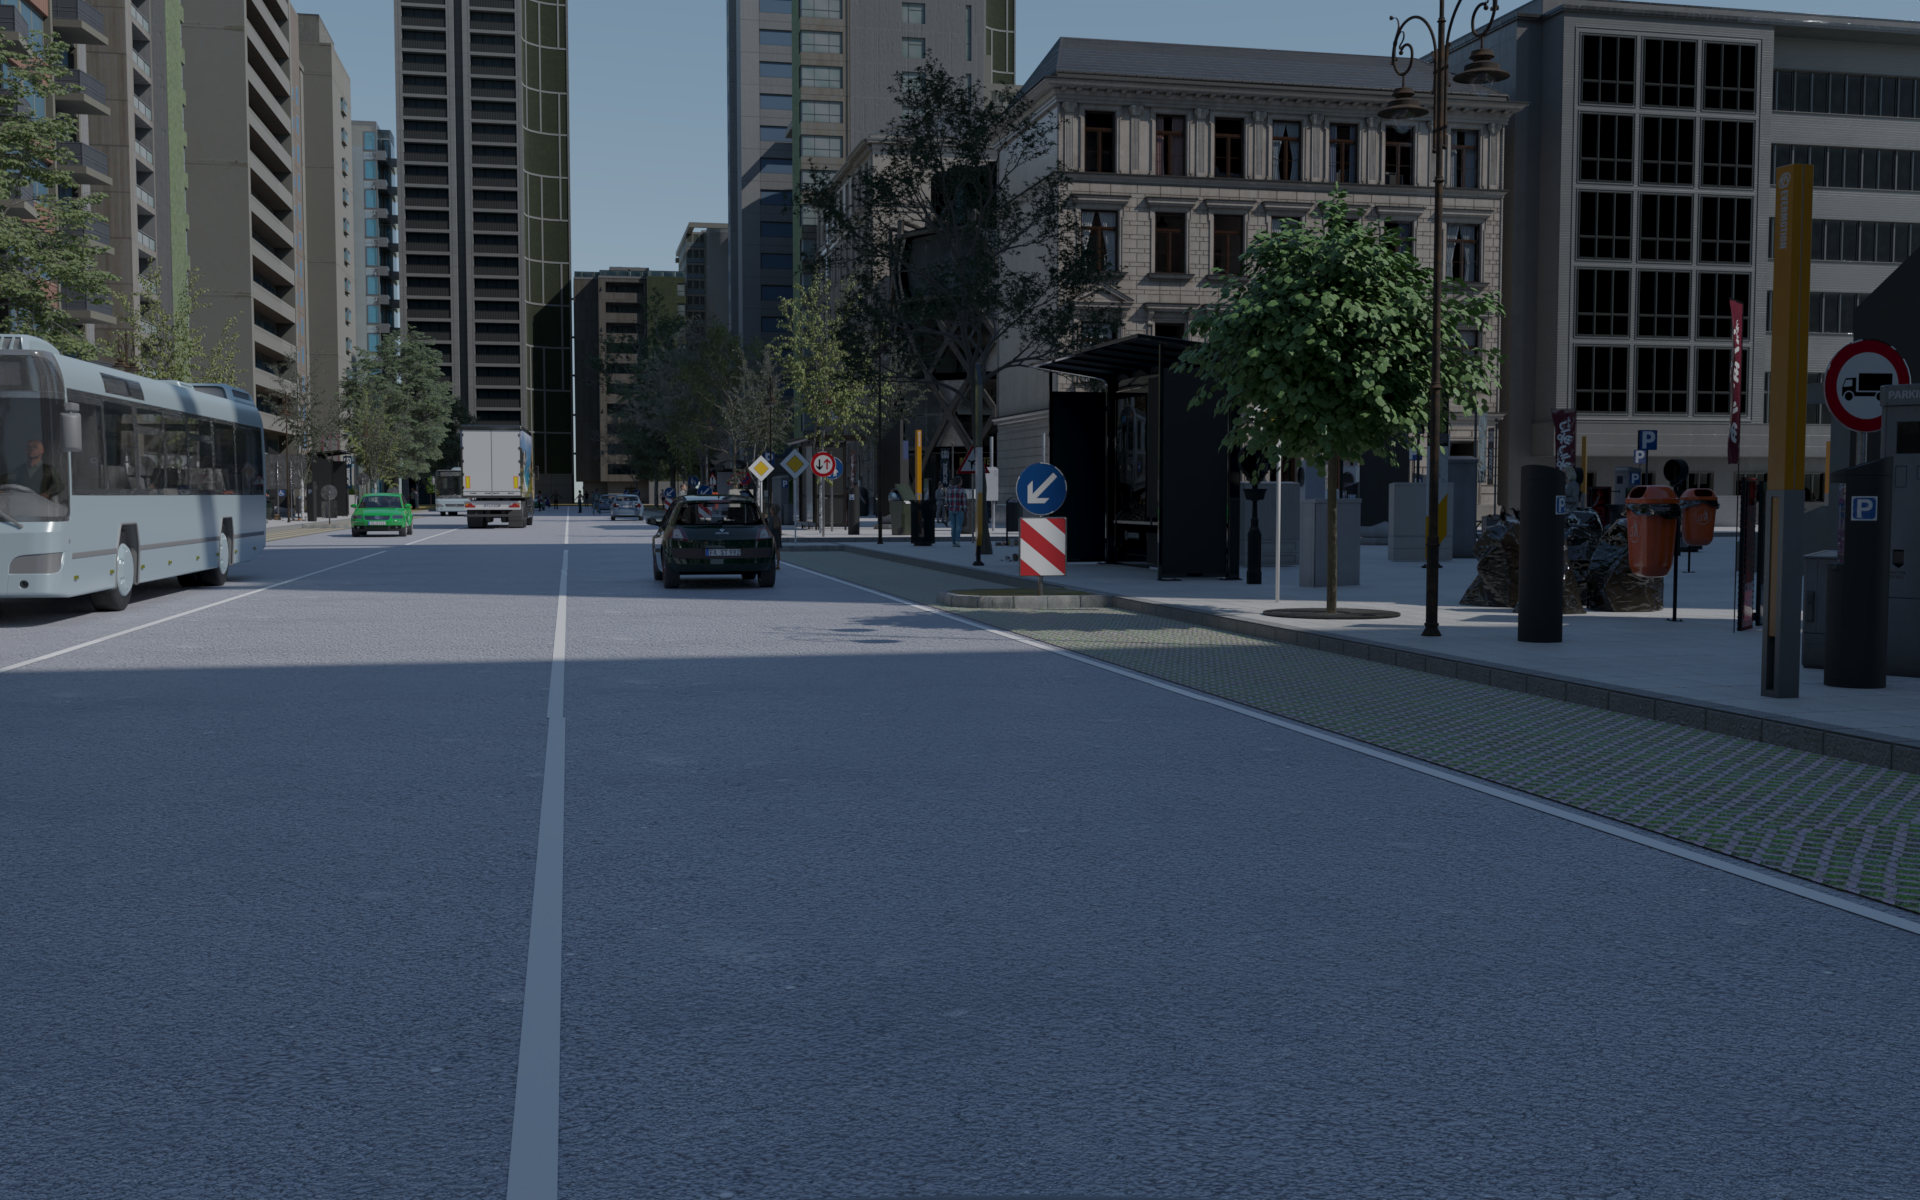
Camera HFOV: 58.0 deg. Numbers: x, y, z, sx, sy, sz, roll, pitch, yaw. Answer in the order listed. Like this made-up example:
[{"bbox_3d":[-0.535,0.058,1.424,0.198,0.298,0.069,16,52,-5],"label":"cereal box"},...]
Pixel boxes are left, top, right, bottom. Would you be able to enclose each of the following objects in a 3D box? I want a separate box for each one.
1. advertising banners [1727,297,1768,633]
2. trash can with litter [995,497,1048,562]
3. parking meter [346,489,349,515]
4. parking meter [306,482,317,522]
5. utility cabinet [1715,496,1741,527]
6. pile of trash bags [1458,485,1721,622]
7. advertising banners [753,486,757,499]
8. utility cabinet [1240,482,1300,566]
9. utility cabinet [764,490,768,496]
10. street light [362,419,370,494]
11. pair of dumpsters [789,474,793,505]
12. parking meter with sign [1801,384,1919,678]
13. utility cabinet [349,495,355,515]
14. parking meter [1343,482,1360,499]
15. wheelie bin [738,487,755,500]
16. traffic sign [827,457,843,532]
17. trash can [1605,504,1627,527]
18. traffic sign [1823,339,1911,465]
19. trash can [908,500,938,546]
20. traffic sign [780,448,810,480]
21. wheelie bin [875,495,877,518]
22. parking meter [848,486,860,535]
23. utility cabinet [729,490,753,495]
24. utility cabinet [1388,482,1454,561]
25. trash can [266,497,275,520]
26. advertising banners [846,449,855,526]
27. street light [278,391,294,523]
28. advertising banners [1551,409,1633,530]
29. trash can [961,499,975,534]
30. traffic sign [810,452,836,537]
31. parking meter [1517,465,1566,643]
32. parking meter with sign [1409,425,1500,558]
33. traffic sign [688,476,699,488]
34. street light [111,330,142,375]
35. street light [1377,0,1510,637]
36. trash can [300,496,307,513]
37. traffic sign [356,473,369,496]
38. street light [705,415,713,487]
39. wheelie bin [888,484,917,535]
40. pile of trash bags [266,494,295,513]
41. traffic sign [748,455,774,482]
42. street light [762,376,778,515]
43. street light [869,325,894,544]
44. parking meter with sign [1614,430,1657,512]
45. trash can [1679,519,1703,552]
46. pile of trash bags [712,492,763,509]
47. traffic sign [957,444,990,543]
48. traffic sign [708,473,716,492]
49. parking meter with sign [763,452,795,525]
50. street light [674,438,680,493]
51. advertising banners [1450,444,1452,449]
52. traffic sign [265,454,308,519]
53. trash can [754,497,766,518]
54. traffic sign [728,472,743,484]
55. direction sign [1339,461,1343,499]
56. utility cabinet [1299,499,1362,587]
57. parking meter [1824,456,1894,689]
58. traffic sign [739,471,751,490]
[{"bbox_3d":[7.452,-1.232,16.330,0.090,3.025,2.074,3,4,36],"label":"advertising banners"},{"bbox_3d":[1.369,-1.396,33.885,1.678,1.210,2.233,2,4,33],"label":"trash can with litter"},{"bbox_3d":[-37.282,-6.075,105.043,0.399,1.863,0.255,-2,4,-27],"label":"parking meter"},{"bbox_3d":[-30.190,-4.582,80.629,0.399,1.863,0.255,1,4,12],"label":"parking meter"},{"bbox_3d":[29.996,-3.460,67.729,1.020,1.237,0.306,2,4,34],"label":"utility cabinet"},{"bbox_3d":[6.861,-0.556,18.843,1.912,1.369,3.447,0,4,-5],"label":"pile of trash bags"},{"bbox_3d":[-14.917,-7.949,126.146,0.090,3.025,2.074,0,4,-1],"label":"advertising banners"},{"bbox_3d":[5.433,-1.338,30.552,1.173,1.500,0.318,-2,4,-25],"label":"utility cabinet"},{"bbox_3d":[-10.861,-5.413,97.179,0.318,1.500,1.173,0,4,-6],"label":"utility cabinet"},{"bbox_3d":[-36.572,-8.191,106.711,0.468,5.910,1.993,-1,4,-13],"label":"street light"},{"bbox_3d":[-7.397,-4.573,77.257,1.574,2.255,4.437,-1,4,-13],"label":"pair of dumpsters"},{"bbox_3d":[6.864,-0.970,12.121,0.543,3.016,1.738,-3,5,-39],"label":"parking meter with sign"},{"bbox_3d":[-37.459,-5.792,105.853,1.020,1.237,0.306,-3,5,-43],"label":"utility cabinet"},{"bbox_3d":[8.000,-1.659,35.539,0.372,1.533,0.369,0,3,0],"label":"parking meter"},{"bbox_3d":[-9.503,-4.236,77.167,0.693,1.594,0.980,-1,4,-12],"label":"wheelie bin"},{"bbox_3d":[-4.383,-3.616,59.223,0.768,2.556,0.104,-1,4,-10],"label":"traffic sign"},{"bbox_3d":[9.455,-0.776,24.342,0.748,1.137,0.748,0,3,0],"label":"trash can"},{"bbox_3d":[7.438,-0.869,14.307,0.768,2.556,0.104,0,4,-7],"label":"traffic sign"},{"bbox_3d":[-0.916,-1.905,42.800,0.748,1.137,0.748,0,3,0],"label":"trash can"},{"bbox_3d":[-4.184,-2.569,44.195,0.795,2.593,0.064,-1,4,-13],"label":"traffic sign"},{"bbox_3d":[-4.067,-5.133,91.839,0.693,1.594,0.980,-2,4,-33],"label":"wheelie bin"},{"bbox_3d":[-3.346,-2.821,54.538,0.372,1.533,0.369,0,3,0],"label":"parking meter"},{"bbox_3d":[-10.887,-4.733,86.067,1.173,1.500,0.318,-1,4,-19],"label":"utility cabinet"},{"bbox_3d":[8.799,-1.493,33.095,1.173,1.500,0.318,0,4,-8],"label":"utility cabinet"},{"bbox_3d":[-34.819,-4.618,87.155,0.748,1.137,0.748,0,3,0],"label":"trash can"},{"bbox_3d":[-4.545,-4.446,68.879,0.090,3.025,2.074,-2,4,-25],"label":"advertising banners"},{"bbox_3d":[-30.160,-6.413,77.647,0.468,5.910,1.993,-1,4,-13],"label":"street light"},{"bbox_3d":[13.127,-2.403,35.473,2.074,3.025,0.090,0,4,5],"label":"advertising banners"},{"bbox_3d":[0.204,-2.683,55.528,0.748,1.137,0.748,0,3,0],"label":"trash can"},{"bbox_3d":[-4.103,-3.171,51.952,0.768,2.556,0.104,-1,4,-11],"label":"traffic sign"},{"bbox_3d":[5.053,-0.406,15.047,0.372,1.533,0.369,0,3,0],"label":"parking meter"},{"bbox_3d":[9.965,-2.345,34.601,1.738,3.016,0.543,0,4,-2],"label":"parking meter with sign"},{"bbox_3d":[-18.836,-7.483,122.455,0.768,2.556,0.104,-1,4,-11],"label":"traffic sign"},{"bbox_3d":[-23.488,-4.658,48.945,0.468,5.910,1.993,-1,4,-13],"label":"street light"},{"bbox_3d":[4.265,-2.612,15.489,0.468,5.910,1.993,-1,4,-13],"label":"street light"},{"bbox_3d":[-45.236,-6.590,119.401,0.748,1.137,0.748,0,3,0],"label":"trash can"},{"bbox_3d":[-35.812,-6.345,103.840,0.768,2.556,0.104,-1,4,-9],"label":"traffic sign"},{"bbox_3d":[-13.995,-7.573,96.612,0.468,5.910,1.993,-1,4,-13],"label":"street light"},{"bbox_3d":[-1.823,-2.816,53.945,0.693,1.594,0.980,3,5,39],"label":"wheelie bin"},{"bbox_3d":[-42.398,-5.882,105.922,3.447,1.369,1.912,-1,4,-12],"label":"pile of trash bags"},{"bbox_3d":[-5.942,-3.046,51.985,0.795,2.593,0.064,-1,4,-13],"label":"traffic sign"},{"bbox_3d":[-7.417,-5.813,67.826,0.468,5.910,1.993,-1,4,-13],"label":"street light"},{"bbox_3d":[-2.048,-4.372,44.273,0.468,5.910,1.993,-1,4,-13],"label":"street light"},{"bbox_3d":[18.491,-3.159,47.913,0.543,3.016,1.738,-1,4,-12],"label":"parking meter with sign"},{"bbox_3d":[16.131,-1.633,38.360,0.748,1.137,0.748,0,3,0],"label":"trash can"},{"bbox_3d":[-11.912,-5.150,93.947,3.447,1.369,1.912,-1,4,-9],"label":"pile of trash bags"},{"bbox_3d":[0.336,-2.747,44.915,0.884,2.594,0.081,-1,4,-12],"label":"traffic sign"},{"bbox_3d":[-15.334,-6.567,107.376,0.884,2.594,0.081,0,4,-7],"label":"traffic sign"},{"bbox_3d":[-7.456,-4.619,71.776,0.543,3.016,1.738,-3,5,-41],"label":"parking meter with sign"},{"bbox_3d":[-20.420,-9.332,125.370,0.468,5.910,1.993,-1,4,-13],"label":"street light"},{"bbox_3d":[16.129,-3.912,60.142,2.074,3.025,0.090,-1,4,-15],"label":"advertising banners"},{"bbox_3d":[-34.535,-5.790,88.540,2.265,3.308,0.079,-1,4,-11],"label":"traffic sign"},{"bbox_3d":[-9.920,-4.506,85.333,0.748,1.137,0.748,0,3,0],"label":"trash can"},{"bbox_3d":[-12.417,-5.854,95.720,0.884,2.594,0.081,-1,4,-11],"label":"traffic sign"},{"bbox_3d":[7.001,-2.433,31.783,0.379,3.537,0.876,0,4,3],"label":"direction sign"},{"bbox_3d":[5.169,-0.798,24.206,1.020,1.237,0.306,-3,5,-40],"label":"utility cabinet"},{"bbox_3d":[5.983,-0.191,11.537,0.372,1.533,0.369,0,3,0],"label":"parking meter"},{"bbox_3d":[-12.031,-5.898,96.534,0.768,2.556,0.104,-1,4,-9],"label":"traffic sign"}]
